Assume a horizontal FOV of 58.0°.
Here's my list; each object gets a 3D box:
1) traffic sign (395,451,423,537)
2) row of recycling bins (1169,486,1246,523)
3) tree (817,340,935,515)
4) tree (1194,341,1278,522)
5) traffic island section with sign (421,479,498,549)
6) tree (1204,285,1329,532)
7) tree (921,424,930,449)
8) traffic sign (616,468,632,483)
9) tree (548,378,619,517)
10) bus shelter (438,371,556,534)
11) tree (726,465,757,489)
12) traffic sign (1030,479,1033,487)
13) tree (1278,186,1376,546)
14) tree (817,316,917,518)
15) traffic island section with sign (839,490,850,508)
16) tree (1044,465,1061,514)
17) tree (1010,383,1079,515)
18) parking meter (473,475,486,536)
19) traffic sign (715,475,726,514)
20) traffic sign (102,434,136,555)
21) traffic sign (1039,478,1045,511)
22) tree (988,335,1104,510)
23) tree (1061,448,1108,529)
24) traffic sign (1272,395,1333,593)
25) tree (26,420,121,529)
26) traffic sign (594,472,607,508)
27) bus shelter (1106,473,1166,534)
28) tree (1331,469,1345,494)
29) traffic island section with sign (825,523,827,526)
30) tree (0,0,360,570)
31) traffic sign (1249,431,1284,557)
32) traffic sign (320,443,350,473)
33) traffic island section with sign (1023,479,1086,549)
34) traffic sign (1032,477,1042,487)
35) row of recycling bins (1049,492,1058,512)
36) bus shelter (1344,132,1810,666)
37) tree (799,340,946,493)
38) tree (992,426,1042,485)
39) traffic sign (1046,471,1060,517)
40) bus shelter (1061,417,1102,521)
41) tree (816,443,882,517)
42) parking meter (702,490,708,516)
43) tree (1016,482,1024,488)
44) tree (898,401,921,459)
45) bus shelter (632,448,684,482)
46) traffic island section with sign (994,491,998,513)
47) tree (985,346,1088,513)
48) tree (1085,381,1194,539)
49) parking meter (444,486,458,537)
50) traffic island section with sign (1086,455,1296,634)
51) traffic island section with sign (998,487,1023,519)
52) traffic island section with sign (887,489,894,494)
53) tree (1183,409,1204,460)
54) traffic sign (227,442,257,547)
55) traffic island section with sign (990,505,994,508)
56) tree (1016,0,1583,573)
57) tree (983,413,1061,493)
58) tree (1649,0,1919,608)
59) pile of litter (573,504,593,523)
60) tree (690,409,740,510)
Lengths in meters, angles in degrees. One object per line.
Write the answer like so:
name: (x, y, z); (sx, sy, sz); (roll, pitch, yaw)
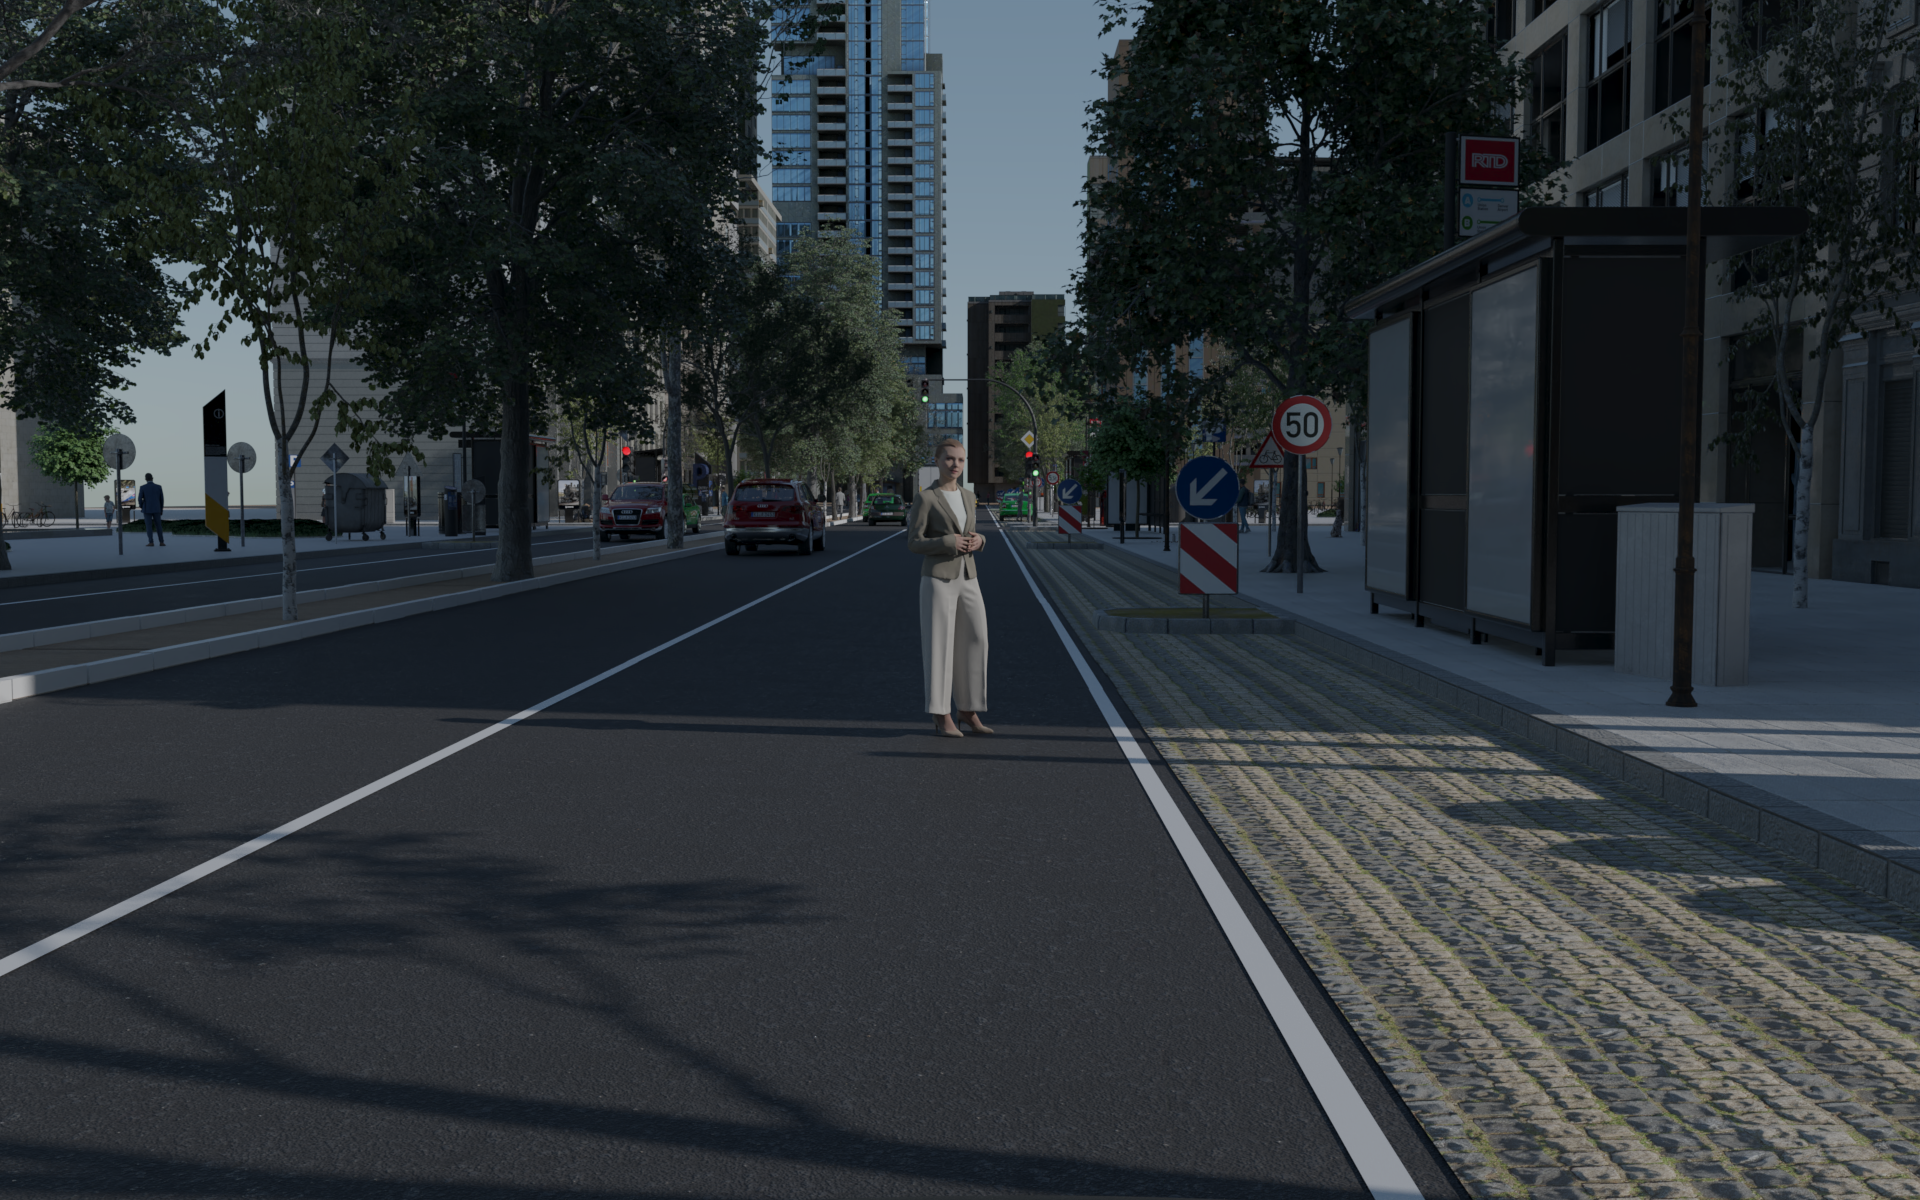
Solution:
traffic sign: (-16.453, -3.161, 51.690); (0.884, 2.594, 0.081); (0, 4, 6)
row of recycling bins: (11.077, -4.301, 77.435); (3.534, 1.692, 1.069); (-1, 4, -11)
tree: (-6.510, -12.019, 115.973); (9.611, 12.733, 9.660); (0, 3, 0)
tree: (10.508, -7.053, 65.684); (4.360, 8.622, 3.978); (0, 3, 0)
traffic island section with sign: (-13.080, -2.297, 46.181); (1.989, 1.847, 2.006); (0, 4, 1)
tree: (10.761, -6.666, 59.344); (4.737, 8.622, 4.395); (0, 3, 0)
tree: (-6.287, -11.490, 124.726); (8.767, 10.594, 7.601); (0, 4, 1)
traffic sign: (-15.997, -5.037, 82.456); (0.768, 2.556, 0.104); (1, 4, 10)
tree: (-19.449, -8.508, 89.472); (4.737, 8.622, 4.395); (0, 3, 0)
bus shelter: (-15.968, -4.991, 59.241); (2.179, 5.291, 8.768); (0, 4, 1)
tree: (-15.161, -7.716, 120.754); (1.663, 3.219, 1.824); (0, 3, 0)
traffic sign: (5.649, -8.140, 133.191); (0.768, 2.556, 0.104); (1, 4, 10)
tree: (9.994, -5.640, 42.579); (4.360, 8.622, 3.978); (0, 3, 0)
tree: (-6.434, -11.065, 101.499); (7.486, 12.596, 7.792); (0, 3, 0)
traffic island section with sign: (-11.601, -10.393, 178.548); (1.989, 1.847, 2.006); (0, 4, 1)
tree: (6.115, -7.072, 110.227); (1.663, 3.219, 1.824); (0, 3, 0)
tree: (5.443, -9.526, 106.106); (4.737, 8.622, 4.395); (0, 3, 0)
parking meter: (-14.870, -2.924, 53.517); (0.399, 1.863, 0.255); (-1, 4, -18)
traffic sign: (-15.627, -6.906, 113.014); (0.768, 2.556, 0.104); (0, 4, 7)
traffic sign: (-17.725, -2.226, 36.508); (0.768, 2.556, 0.104); (1, 4, 9)
traffic sign: (6.202, -8.207, 134.289); (0.768, 2.556, 0.104); (0, 4, 4)
tree: (7.135, -14.304, 140.520); (9.857, 13.997, 8.962); (0, 3, 0)
tree: (4.934, -4.217, 63.543); (1.663, 3.219, 1.824); (0, 3, 0)
traffic sign: (4.400, -1.360, 22.336); (0.768, 2.556, 0.104); (1, 4, 10)
tree: (-31.954, -4.835, 62.766); (4.285, 4.588, 4.351); (0, 3, 0)
traffic sign: (-16.743, -4.810, 80.773); (0.606, 2.300, 0.079); (0, 4, 4)
bus shelter: (5.854, -3.899, 57.669); (2.014, 3.302, 5.546); (0, 4, 1)
tree: (28.880, -8.268, 129.775); (1.663, 3.219, 1.824); (0, 3, 0)
traffic island section with sign: (-6.942, -4.166, 76.252); (2.006, 1.907, 1.989); (0, 4, 1)
tree: (-16.417, -7.468, 28.756); (9.857, 13.997, 8.962); (0, 3, 0)
traffic sign: (6.356, -2.171, 35.499); (0.884, 2.594, 0.081); (0, 4, 6)
traffic sign: (-16.051, -2.736, 44.474); (0.795, 2.593, 0.064); (0, 4, 7)
traffic island section with sign: (2.742, -2.261, 45.590); (1.989, 1.847, 2.006); (0, 4, 1)
traffic sign: (5.683, -7.849, 128.437); (0.768, 2.556, 0.104); (0, 4, 4)
row of recycling bins: (7.434, -7.739, 133.639); (1.069, 1.692, 3.534); (0, 4, 1)
bus shelter: (5.183, -2.406, 16.978); (2.179, 5.291, 8.768); (0, 4, 1)
tree: (-6.136, -13.559, 134.522); (12.009, 13.543, 11.850); (0, 3, 0)
tree: (7.549, -18.751, 224.702); (7.486, 12.596, 7.792); (0, 3, 0)
traffic sign: (5.129, -5.845, 95.670); (0.768, 2.556, 0.104); (1, 4, 9)
bus shelter: (6.282, -6.728, 87.632); (2.179, 5.291, 8.768); (0, 4, 1)
tree: (-6.475, -9.488, 107.941); (4.737, 8.622, 4.395); (0, 3, 0)
parking meter: (-14.901, -5.676, 101.208); (0.372, 1.533, 0.369); (0, 3, 0)
tree: (7.099, -11.784, 187.271); (1.663, 3.219, 1.824); (0, 3, 0)
tree: (-6.784, -9.606, 93.934); (8.767, 10.594, 7.601); (0, 4, 1)
bus shelter: (-15.945, -6.125, 91.425); (1.731, 3.624, 6.357); (0, 4, 1)
traffic island section with sign: (3.669, -7.308, 128.116); (1.989, 1.847, 2.006); (0, 4, 1)
tree: (5.794, -11.812, 118.873); (9.928, 11.665, 9.643); (0, 3, 0)
tree: (5.087, -4.032, 49.635); (4.285, 4.588, 4.351); (0, 3, 0)
parking meter: (-15.393, -2.689, 52.373); (0.372, 1.533, 0.369); (0, 3, 0)
traffic island section with sign: (2.441, -0.606, 18.536); (1.989, 1.847, 2.006); (0, 4, 1)
traffic island section with sign: (3.370, -5.660, 101.163); (1.989, 1.847, 2.006); (0, 4, 1)
traffic island section with sign: (-6.110, -8.762, 151.386); (2.006, 1.907, 1.989); (0, 4, 1)
tree: (15.562, -9.887, 112.017); (4.737, 8.622, 4.395); (0, 3, 0)
traffic sign: (-17.518, -2.577, 42.242); (0.768, 2.556, 0.104); (0, 4, 8)
traffic island section with sign: (4.224, -10.373, 178.228); (1.989, 1.847, 2.006); (0, 4, 1)
tree: (5.591, -6.794, 28.088); (9.611, 12.733, 9.660); (0, 3, 0)
tree: (7.679, -17.519, 196.801); (12.009, 13.543, 11.850); (0, 3, 0)
tree: (9.667, -4.221, 19.371); (4.360, 8.622, 3.978); (0, 3, 0)
pile of litter: (-16.678, -3.907, 77.837); (1.719, 0.858, 1.176); (-1, 4, -20)
tree: (-19.277, -11.403, 136.794); (4.737, 8.622, 4.395); (0, 3, 0)
